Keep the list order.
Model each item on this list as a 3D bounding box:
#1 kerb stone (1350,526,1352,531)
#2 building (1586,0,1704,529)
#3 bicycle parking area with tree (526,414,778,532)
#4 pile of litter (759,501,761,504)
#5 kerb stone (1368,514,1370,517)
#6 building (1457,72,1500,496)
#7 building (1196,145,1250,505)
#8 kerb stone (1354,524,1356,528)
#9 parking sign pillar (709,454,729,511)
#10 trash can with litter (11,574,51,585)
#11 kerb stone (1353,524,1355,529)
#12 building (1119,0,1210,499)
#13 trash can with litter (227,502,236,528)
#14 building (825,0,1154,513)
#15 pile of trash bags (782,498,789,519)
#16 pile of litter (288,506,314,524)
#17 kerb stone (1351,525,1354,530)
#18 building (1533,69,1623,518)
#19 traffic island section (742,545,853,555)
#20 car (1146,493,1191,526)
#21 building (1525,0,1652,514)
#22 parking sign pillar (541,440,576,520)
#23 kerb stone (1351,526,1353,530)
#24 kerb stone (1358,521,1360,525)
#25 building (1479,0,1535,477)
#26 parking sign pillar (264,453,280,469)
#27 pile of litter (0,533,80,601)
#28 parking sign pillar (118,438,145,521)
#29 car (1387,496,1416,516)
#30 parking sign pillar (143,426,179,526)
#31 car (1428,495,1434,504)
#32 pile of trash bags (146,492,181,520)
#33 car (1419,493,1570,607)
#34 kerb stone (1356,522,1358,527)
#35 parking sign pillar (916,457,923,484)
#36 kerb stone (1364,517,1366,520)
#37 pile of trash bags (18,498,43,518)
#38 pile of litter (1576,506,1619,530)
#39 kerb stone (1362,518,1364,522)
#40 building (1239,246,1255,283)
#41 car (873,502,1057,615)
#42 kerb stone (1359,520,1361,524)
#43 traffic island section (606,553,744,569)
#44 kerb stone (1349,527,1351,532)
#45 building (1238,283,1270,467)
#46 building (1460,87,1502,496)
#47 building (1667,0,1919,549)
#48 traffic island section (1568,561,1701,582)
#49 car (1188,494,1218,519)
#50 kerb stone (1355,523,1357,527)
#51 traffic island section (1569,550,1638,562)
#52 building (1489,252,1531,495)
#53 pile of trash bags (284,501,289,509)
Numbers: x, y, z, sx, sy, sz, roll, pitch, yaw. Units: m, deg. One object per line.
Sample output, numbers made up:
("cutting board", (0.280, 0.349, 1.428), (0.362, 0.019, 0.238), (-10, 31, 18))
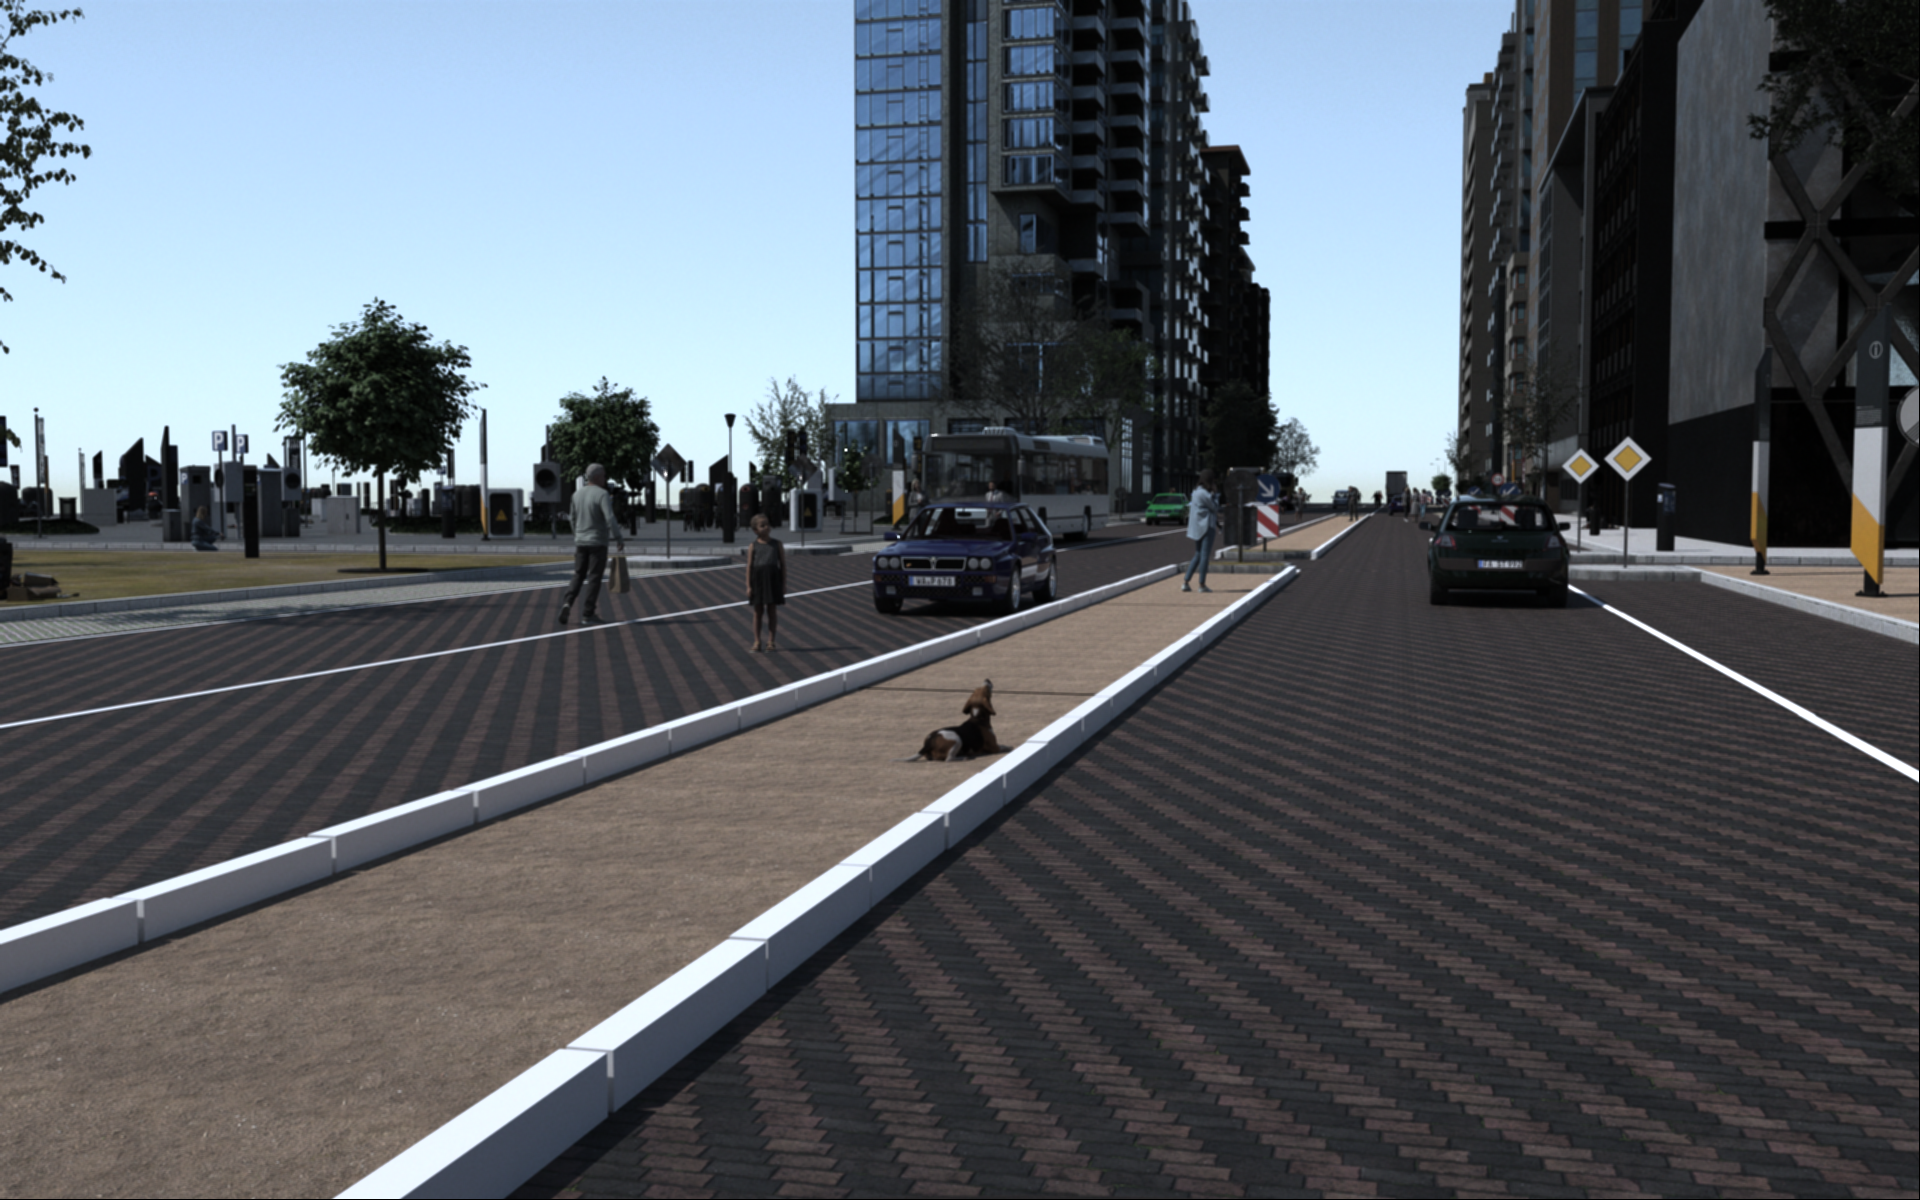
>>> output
("kerb stone", (14.245, -2.536, 63.662), (0.120, 0.150, 1.000), (1, 4, 14))
("building", (32.889, -14.694, 69.929), (12.332, 23.373, 15.834), (1, 4, 14))
("bicycle parking area with tree", (-10.842, -4.595, 62.126), (8.231, 4.147, 9.016), (1, 4, 19))
("pile of litter", (-13.088, -6.169, 114.820), (1.719, 0.858, 1.176), (-3, 5, -39))
("kerb stone", (23.306, -4.724, 99.438), (0.120, 0.150, 1.000), (1, 4, 14))
("building", (82.286, -43.122, 247.038), (21.231, 58.520, 28.212), (1, 4, 14))
("building", (24.103, -34.276, 215.029), (22.147, 44.769, 28.867), (1, 4, 14))
("kerb stone", (15.500, -2.834, 68.634), (0.120, 0.150, 1.000), (1, 4, 14))
("parking sign pillar", (-16.265, -7.865, 117.061), (1.447, 3.967, 1.447), (0, 4, 4))
("trash can with litter", (-14.022, -0.813, 24.354), (2.233, 1.210, 1.678), (-1, 4, -11))
("kerb stone", (15.253, -2.779, 67.631), (0.120, 0.150, 1.000), (1, 4, 14))
("building", (11.536, -33.298, 164.031), (23.786, 49.044, 30.456), (1, 4, 14))
("trash can with litter", (-27.363, -3.365, 66.073), (1.678, 1.210, 2.233), (-1, 4, -14))
("building", (3.759, -50.113, 132.024), (22.319, 86.520, 31.000), (1, 4, 14))
("pile of trash bags", (-8.678, -4.789, 88.055), (1.912, 1.369, 3.447), (1, 4, 22))
("pile of litter", (-28.908, -3.777, 75.723), (1.176, 0.858, 1.719), (-2, 4, -32))
("kerb stone", (14.747, -2.658, 65.647), (0.120, 0.150, 1.000), (1, 4, 14))
("building", (39.462, -16.753, 92.971), (14.314, 24.678, 30.058), (1, 4, 14))
("traffic island section", (-3.845, -1.213, 42.117), (2.009, 0.180, 2.903), (1, 4, 14))
("car", (9.714, -4.372, 80.283), (1.959, 1.807, 4.718), (1, 4, 14))
("building", (45.494, -28.399, 114.435), (14.600, 45.320, 14.200), (1, 4, 14))
("parking sign pillar", (-15.631, -4.833, 67.498), (1.447, 3.967, 1.447), (1, 4, 17))
("kerb stone", (14.500, -2.597, 64.654), (0.120, 0.150, 1.000), (1, 4, 14))
("kerb stone", (17.265, -3.260, 75.590), (0.120, 0.150, 1.000), (1, 4, 14))
("building", (61.881, -33.240, 163.090), (23.786, 49.044, 30.456), (1, 4, 14))
("parking sign pillar", (-45.352, -7.691, 114.216), (1.447, 3.967, 1.447), (3, 4, 38))
("pile of litter", (-11.535, -0.434, 21.057), (1.176, 0.858, 1.719), (3, 4, 37))
("parking sign pillar", (-39.293, -5.729, 82.147), (1.447, 3.967, 1.447), (1, 4, 11))
("car", (29.656, -6.336, 116.179), (1.945, 1.354, 3.894), (1, 4, 12))
("parking sign pillar", (-31.544, -4.932, 69.103), (1.447, 3.967, 1.447), (-2, 4, -32))
("car", (62.698, -13.635, 232.518), (1.945, 1.707, 3.694), (1, 4, 13))
("pile of trash bags", (-40.163, -4.755, 87.494), (3.447, 1.369, 1.912), (3, 5, 42))
("car", (7.269, -0.841, 23.534), (2.009, 1.686, 4.222), (1, 4, 15))
("kerb stone", (16.514, -3.083, 72.606), (0.120, 0.150, 1.000), (1, 4, 14))
("parking sign pillar", (-1.762, -6.548, 95.532), (1.447, 3.967, 1.447), (0, 4, -6))
("kerb stone", (20.540, -4.056, 88.514), (0.120, 0.150, 1.000), (1, 4, 14))
("pile of trash bags", (-51.576, -5.123, 93.520), (1.912, 1.369, 3.447), (2, 4, 30))
("pile of litter", (23.345, -3.018, 63.307), (1.176, 0.858, 1.719), (-1, 4, -13))
("kerb stone", (19.282, -3.753, 83.553), (0.120, 0.150, 1.000), (1, 4, 14))
("building", (30.029, -34.474, 255.533), (32.217, 40.220, 23.993), (1, 4, 14))
("car", (0.116, -0.570, 21.901), (1.945, 1.354, 3.894), (1, 4, 13))
("kerb stone", (17.778, -3.387, 77.576), (0.120, 0.150, 1.000), (1, 4, 14))
("traffic island section", (-5.806, -0.740, 34.376), (2.009, 0.180, 2.903), (1, 4, 14))
("kerb stone", (13.986, -2.476, 62.670), (0.120, 0.150, 1.000), (1, 4, 14))
("building", (34.375, -28.343, 235.108), (14.160, 30.474, 14.107), (1, 4, 14))
("building", (70.252, -35.334, 201.420), (21.300, 48.544, 21.600), (1, 4, 14))
("building", (28.342, -10.797, 43.988), (16.811, 18.784, 16.820), (1, 4, 14))
("traffic island section", (11.538, -0.472, 29.993), (2.009, 0.180, 2.903), (1, 4, 14))
("car", (13.861, -5.506, 99.618), (1.945, 1.707, 3.694), (1, 4, 13))
("kerb stone", (16.011, -2.959, 70.618), (0.120, 0.150, 1.000), (1, 4, 14))
("traffic island section", (13.499, -0.945, 37.735), (2.009, 0.180, 2.903), (1, 4, 14))
("building", (56.429, -17.709, 134.588), (27.650, 21.520, 28.899), (1, 4, 14))
("pile of trash bags", (-36.731, -5.110, 93.308), (3.447, 1.369, 1.912), (2, 4, 31))
